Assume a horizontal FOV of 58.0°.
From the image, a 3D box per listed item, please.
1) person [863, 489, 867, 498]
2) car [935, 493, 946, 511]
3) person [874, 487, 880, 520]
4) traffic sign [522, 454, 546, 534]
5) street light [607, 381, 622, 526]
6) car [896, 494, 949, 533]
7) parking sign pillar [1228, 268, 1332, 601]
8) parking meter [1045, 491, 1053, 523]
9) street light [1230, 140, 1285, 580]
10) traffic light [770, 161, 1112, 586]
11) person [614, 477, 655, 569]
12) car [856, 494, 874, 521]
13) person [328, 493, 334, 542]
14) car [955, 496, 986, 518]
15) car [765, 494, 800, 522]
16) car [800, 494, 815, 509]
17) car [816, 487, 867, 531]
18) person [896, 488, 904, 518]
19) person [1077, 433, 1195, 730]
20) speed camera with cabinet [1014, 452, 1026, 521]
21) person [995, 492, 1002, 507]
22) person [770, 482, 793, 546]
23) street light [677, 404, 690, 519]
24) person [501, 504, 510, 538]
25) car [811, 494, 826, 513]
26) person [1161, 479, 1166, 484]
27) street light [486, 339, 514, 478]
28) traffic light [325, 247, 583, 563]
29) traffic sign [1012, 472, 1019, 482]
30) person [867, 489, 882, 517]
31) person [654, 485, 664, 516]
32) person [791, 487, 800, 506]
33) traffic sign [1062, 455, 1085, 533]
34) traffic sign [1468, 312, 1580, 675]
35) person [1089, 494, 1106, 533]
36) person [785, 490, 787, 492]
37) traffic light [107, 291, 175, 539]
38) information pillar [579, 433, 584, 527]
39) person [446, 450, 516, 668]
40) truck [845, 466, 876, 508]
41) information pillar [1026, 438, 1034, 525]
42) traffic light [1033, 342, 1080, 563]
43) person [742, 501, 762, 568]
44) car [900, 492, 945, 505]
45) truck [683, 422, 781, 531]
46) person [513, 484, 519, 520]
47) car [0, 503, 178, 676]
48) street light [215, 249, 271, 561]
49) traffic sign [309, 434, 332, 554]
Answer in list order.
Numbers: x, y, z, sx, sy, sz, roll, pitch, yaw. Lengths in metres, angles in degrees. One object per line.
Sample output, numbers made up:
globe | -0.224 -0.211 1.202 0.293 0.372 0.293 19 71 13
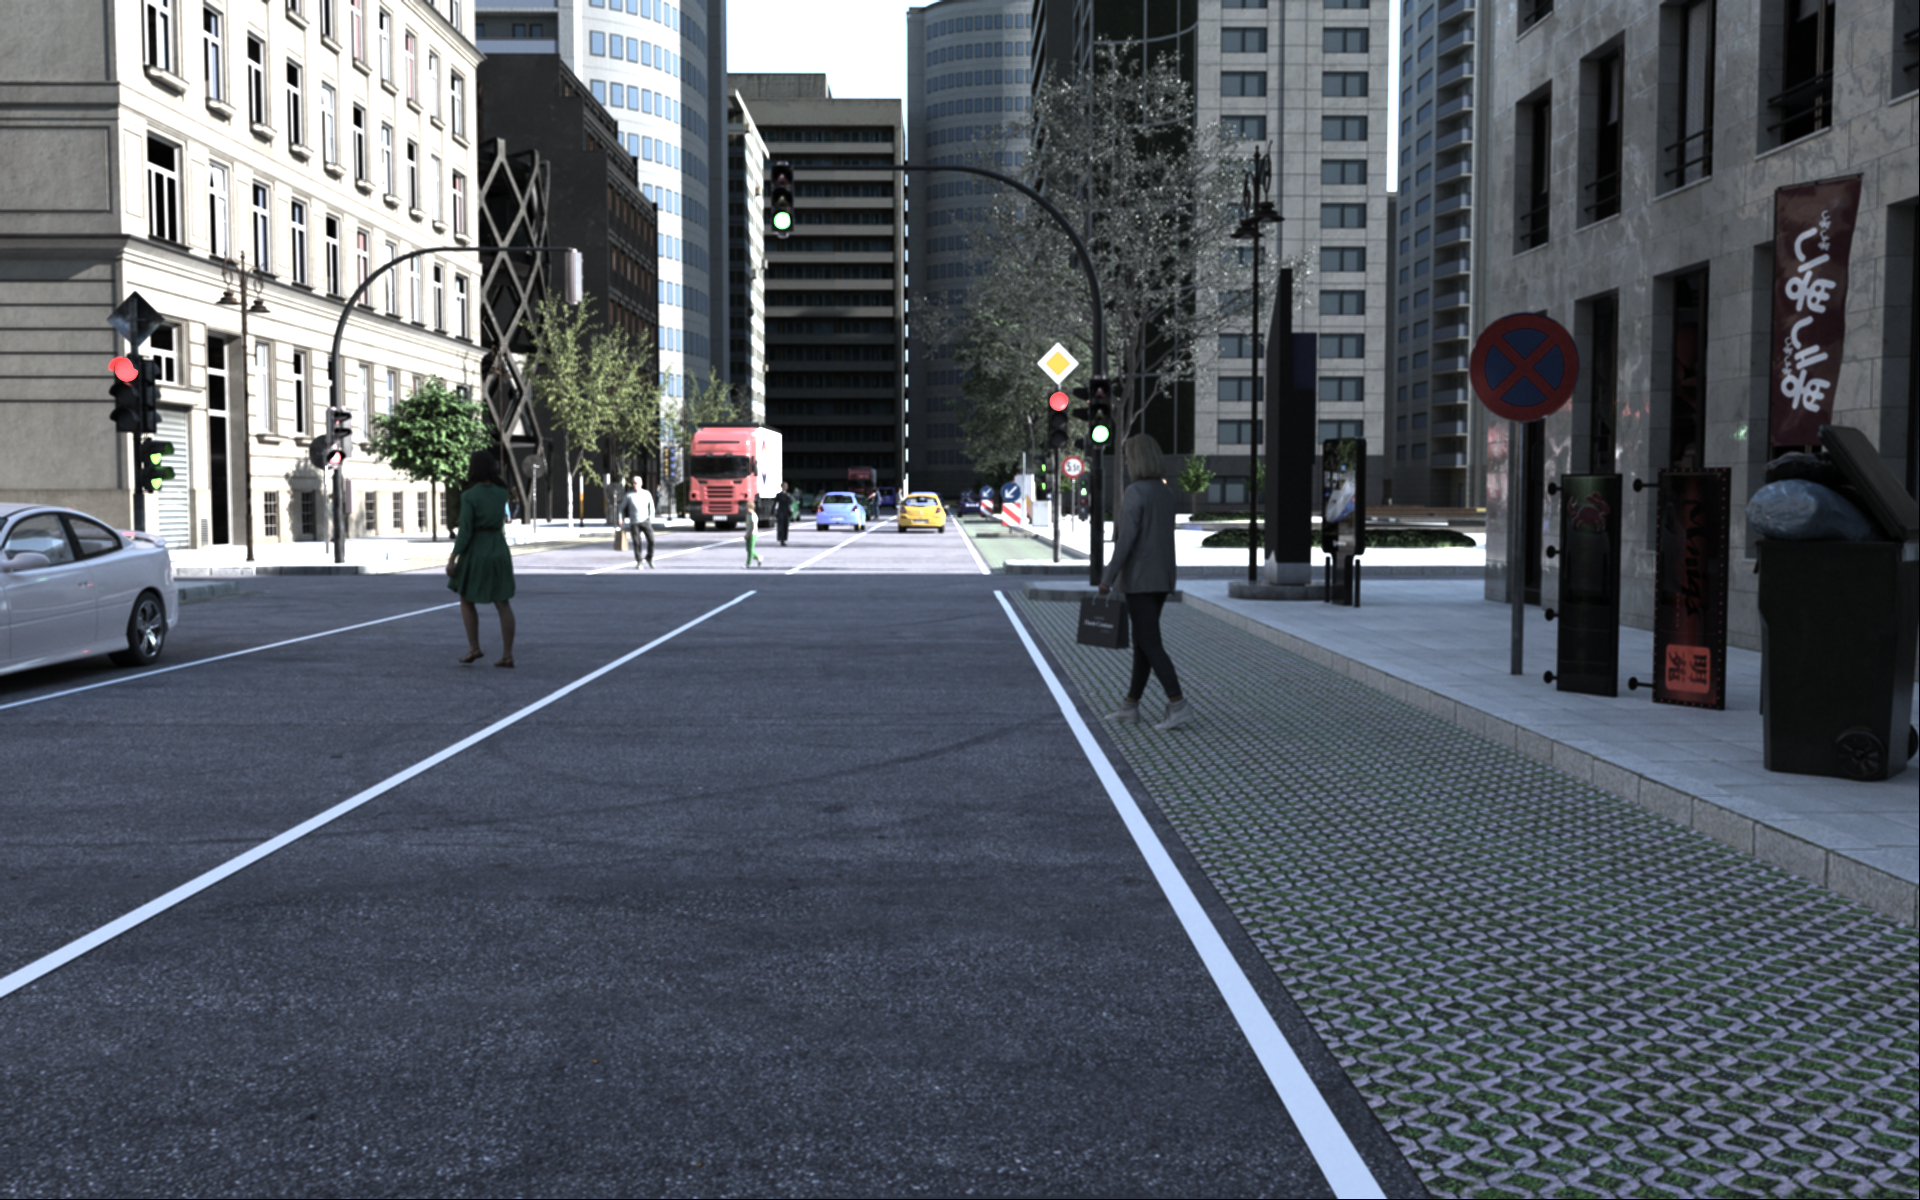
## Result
person | -7.166 -7.435 130.069 0.705 1.822 1.348 -1 4 -12
car | -2.098 -8.129 142.505 1.945 1.707 3.694 0 4 1
person | -4.682 -5.429 97.445 0.419 1.800 0.721 -1 4 -15
traffic sign | -13.622 -3.383 55.411 0.768 2.556 0.104 0 4 2
street light | -13.995 -5.947 70.025 0.468 5.910 1.993 0 4 -1
car | -1.423 -3.351 65.012 2.015 1.641 3.980 0 4 0
parking sign pillar | 4.059 -2.014 21.407 1.447 3.967 1.447 0 4 3
parking meter | 3.922 -4.164 76.486 0.372 1.533 0.369 0 3 0
street light | 3.939 -3.079 23.133 0.468 5.910 1.993 0 4 -1
traffic light | -0.201 -3.016 23.984 4.771 5.953 1.251 0 4 -1
person | -6.249 -1.484 33.245 0.782 1.767 0.515 -1 4 -14
car | -5.736 -5.006 93.643 2.131 1.459 4.920 0 4 -3
person | -16.536 -2.179 45.941 0.394 1.301 0.425 0 3 0
car | 0.702 -5.675 105.363 1.945 1.354 3.894 0 4 -1
car | -9.276 -4.744 89.358 2.131 1.459 4.920 0 4 0
car | -12.865 -8.327 144.947 1.959 1.807 4.718 0 4 -2
car | -4.655 -3.575 68.044 1.945 1.707 3.694 0 4 1
person | -3.561 -5.825 103.933 0.583 1.804 0.606 -2 4 -28
person | 1.102 -0.115 10.571 0.728 1.800 0.709 3 5 41
speed camera with cabinet | 2.878 -5.426 83.055 0.660 3.252 2.038 0 4 3
person | 4.107 -10.437 176.705 0.705 1.823 1.348 3 5 42
person | -4.915 -2.376 47.774 0.534 1.772 0.576 3 5 41
street light | -14.215 -7.117 89.145 0.468 5.910 1.993 0 4 -1
person | -10.042 -1.745 37.381 0.601 1.785 0.444 1 4 12
car | -10.342 -7.460 132.198 2.015 1.641 3.980 0 4 1
person | 5.987 -2.813 52.711 0.731 1.740 0.598 -3 5 -44
street light | -13.728 -4.833 51.801 0.468 5.910 1.993 0 4 -1
traffic light | -9.378 -3.508 32.018 4.771 5.953 1.251 0 4 -1
traffic sign | 3.374 -6.201 101.397 0.884 2.594 0.081 0 4 8
person | -5.496 -6.186 110.353 1.217 1.736 0.721 -2 4 -26
person | -17.240 -5.696 99.343 0.590 1.801 0.661 -1 4 -10
person | -9.201 -5.382 96.680 0.537 1.800 0.526 0 4 -3
traffic sign | 3.729 -3.490 57.159 0.768 2.556 0.104 0 4 1
traffic sign | 3.962 -0.743 12.250 0.768 2.556 0.104 0 4 4
person | 4.245 -2.859 53.466 0.598 1.740 0.731 -1 4 -18
person | -17.705 -10.356 176.280 0.530 1.710 0.541 -2 4 -35
traffic light | -11.370 -2.144 23.972 0.839 4.253 0.868 0 4 -1
information pillar | -14.598 -4.611 66.745 0.183 3.616 0.504 -1 4 -15
person | -3.933 -0.342 14.346 0.529 1.795 0.600 2 4 30
truck | -10.086 -11.571 178.095 2.839 4.237 11.283 0 4 0
information pillar | 2.955 -4.992 72.968 0.183 3.616 0.504 -3 4 -36
traffic light | 1.791 -2.643 32.136 0.839 4.253 0.868 0 4 -1
person | -4.029 -1.277 33.626 0.306 1.304 0.590 3 4 36
car | -1.586 -3.905 73.438 1.945 1.707 3.694 0 4 -2
truck | -9.007 -4.954 69.907 2.839 4.237 11.283 0 3 0
person | -22.084 -4.892 85.934 0.656 1.842 0.836 0 4 -6
car | -7.667 -0.046 13.121 2.083 1.381 4.827 0 4 -1
street light | -13.572 -3.679 32.944 0.468 5.910 1.993 0 4 -1
traffic sign | -13.521 -2.253 36.945 0.768 2.556 0.104 0 4 5
